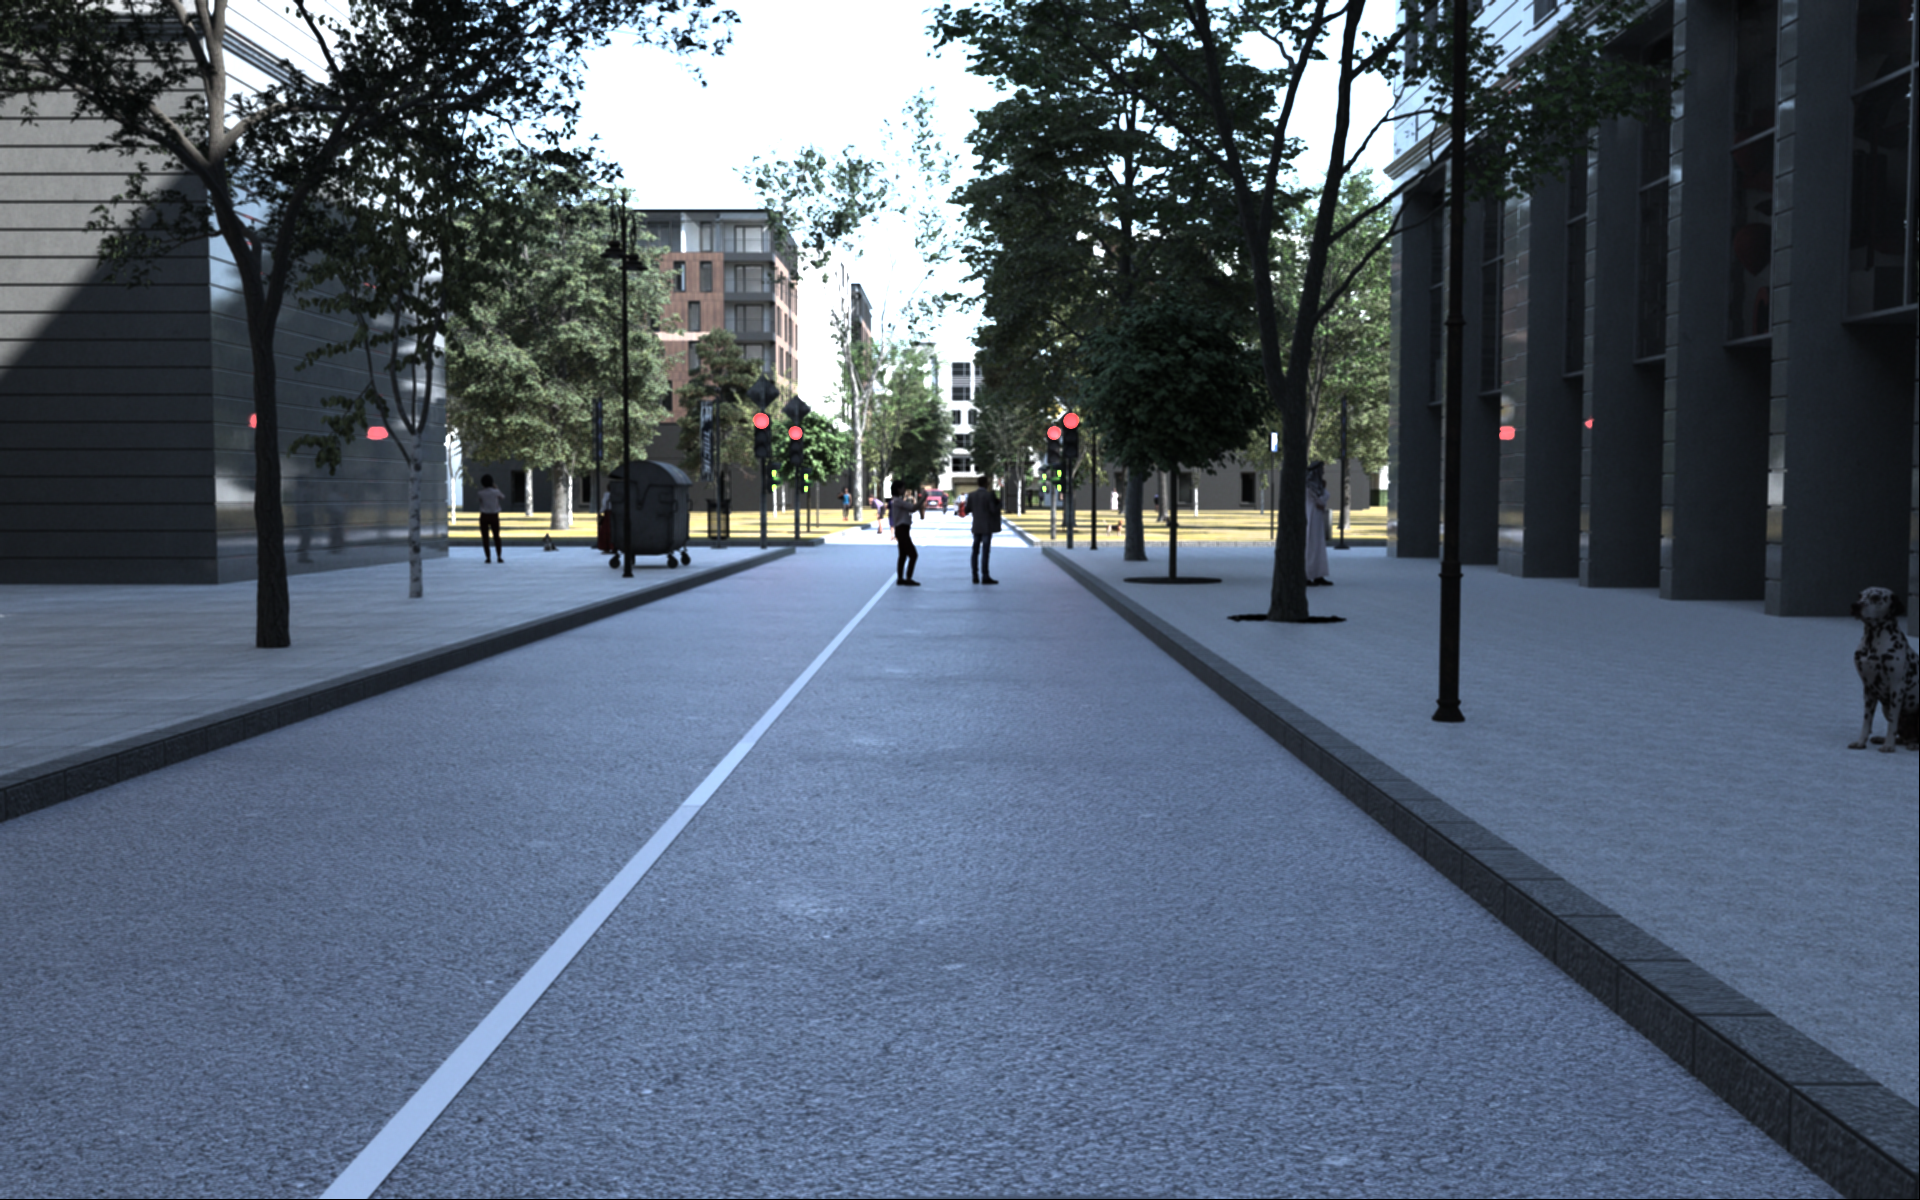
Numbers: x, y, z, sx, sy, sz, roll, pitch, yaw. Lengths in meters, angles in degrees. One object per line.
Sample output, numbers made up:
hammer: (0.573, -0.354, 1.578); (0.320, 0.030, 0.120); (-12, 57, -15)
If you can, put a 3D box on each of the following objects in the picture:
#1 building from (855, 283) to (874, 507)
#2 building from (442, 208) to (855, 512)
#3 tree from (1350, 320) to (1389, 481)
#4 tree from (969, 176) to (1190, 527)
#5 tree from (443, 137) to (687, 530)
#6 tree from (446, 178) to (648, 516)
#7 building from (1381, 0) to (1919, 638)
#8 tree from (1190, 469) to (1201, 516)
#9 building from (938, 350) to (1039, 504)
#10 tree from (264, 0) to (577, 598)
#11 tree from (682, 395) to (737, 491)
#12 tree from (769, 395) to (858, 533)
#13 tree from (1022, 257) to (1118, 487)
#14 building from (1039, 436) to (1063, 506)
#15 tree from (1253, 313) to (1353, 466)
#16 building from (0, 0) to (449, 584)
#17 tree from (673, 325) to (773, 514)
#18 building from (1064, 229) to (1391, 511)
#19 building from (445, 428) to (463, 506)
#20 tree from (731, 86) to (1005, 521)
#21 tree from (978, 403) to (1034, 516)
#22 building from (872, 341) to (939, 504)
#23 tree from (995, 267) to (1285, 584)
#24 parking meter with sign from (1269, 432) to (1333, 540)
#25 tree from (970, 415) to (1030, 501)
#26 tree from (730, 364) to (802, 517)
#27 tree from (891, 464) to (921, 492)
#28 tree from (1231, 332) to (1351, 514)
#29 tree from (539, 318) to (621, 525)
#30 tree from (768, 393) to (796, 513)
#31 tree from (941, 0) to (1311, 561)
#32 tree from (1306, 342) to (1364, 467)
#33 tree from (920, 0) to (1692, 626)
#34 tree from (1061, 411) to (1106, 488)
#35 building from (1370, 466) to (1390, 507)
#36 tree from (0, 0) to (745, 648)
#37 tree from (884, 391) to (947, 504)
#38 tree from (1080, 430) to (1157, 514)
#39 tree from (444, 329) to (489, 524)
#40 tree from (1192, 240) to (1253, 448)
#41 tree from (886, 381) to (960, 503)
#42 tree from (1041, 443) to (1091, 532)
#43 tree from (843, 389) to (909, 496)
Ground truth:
building: (-25.844, -20.645, 181.526); (32.646, 21.610, 27.936); (0, 4, 0)
building: (-23.795, -18.137, 140.513); (27.936, 21.610, 32.646); (0, 4, 0)
tree: (26.699, -11.194, 105.081); (6.751, 12.117, 7.091); (0, 3, 0)
tree: (4.381, -9.729, 66.495); (7.806, 13.903, 7.818); (0, 3, 0)
tree: (-14.324, -9.449, 61.153); (9.857, 13.997, 8.962); (0, 3, 0)
tree: (-24.197, -14.938, 100.118); (12.611, 20.169, 13.585); (0, 3, 0)
building: (14.126, -14.842, 20.162); (11.434, 29.767, 29.804); (0, 4, 0)
tree: (13.529, -9.199, 100.767); (4.360, 8.622, 3.978); (0, 3, 0)
building: (13.096, -21.677, 220.868); (31.486, 18.905, 16.747); (0, 4, 0)
tree: (-6.799, -4.351, 21.500); (4.737, 8.622, 4.395); (0, 3, 0)
tree: (-16.677, -10.214, 117.357); (4.360, 8.622, 3.978); (0, 3, 0)
tree: (-5.107, -4.501, 57.297); (4.285, 4.588, 4.351); (0, 3, 0)
tree: (3.625, -6.320, 53.692); (4.737, 8.622, 4.395); (0, 3, 0)
building: (13.265, -14.614, 181.081); (9.099, 9.664, 28.070); (0, 4, 0)
tree: (22.578, -12.741, 115.739); (7.806, 13.903, 7.818); (0, 3, 0)
building: (-25.221, -15.399, 29.263); (29.804, 29.767, 11.434); (0, 4, 0)
tree: (-15.037, -11.572, 111.251); (6.751, 12.117, 7.091); (0, 3, 0)
building: (22.744, -18.704, 149.791); (27.936, 21.610, 32.646); (0, 4, 0)
building: (-56.895, -15.222, 191.034); (28.070, 9.664, 9.099); (0, 4, 0)
tree: (-3.915, -13.749, 80.684); (12.611, 20.169, 13.585); (0, 3, 0)
tree: (3.310, -9.117, 99.423); (4.360, 8.622, 3.978); (0, 3, 0)
building: (-8.339, -22.262, 220.399); (11.380, 20.091, 16.016); (0, 4, 0)
tree: (3.040, -2.545, 25.322); (4.285, 4.588, 4.351); (0, 3, 0)
parking meter with sign: (9.549, -3.193, 48.470); (1.738, 3.016, 0.543); (2, 4, 27)
tree: (4.458, -16.002, 183.681); (6.751, 12.117, 7.091); (0, 3, 0)
tree: (-10.506, -8.904, 95.947); (4.737, 8.622, 4.395); (0, 3, 0)
tree: (-5.162, -11.341, 169.139); (4.285, 4.588, 4.351); (0, 3, 0)
tree: (14.289, -7.504, 73.053); (4.737, 8.622, 4.395); (0, 3, 0)
tree: (-16.256, -7.476, 72.596); (4.360, 8.622, 3.978); (0, 3, 0)
tree: (-12.183, -10.304, 118.836); (4.360, 8.622, 3.978); (0, 3, 0)
tree: (3.105, -7.015, 32.821); (7.486, 12.596, 7.792); (0, 3, 0)
tree: (17.216, -8.067, 82.250); (4.360, 8.622, 3.978); (0, 3, 0)
tree: (3.231, -5.582, 17.022); (9.928, 11.665, 9.643); (0, 3, 0)
tree: (7.040, -8.738, 93.236); (4.360, 8.622, 3.978); (0, 3, 0)
building: (35.888, -19.546, 186.036); (31.486, 18.905, 16.747); (0, 4, 0)
tree: (-5.702, -4.903, 14.581); (8.767, 10.594, 7.601); (0, 4, 8)
tree: (-4.822, -15.626, 177.544); (6.751, 12.117, 7.091); (0, 3, 0)
tree: (10.456, -11.492, 109.954); (6.751, 12.117, 7.091); (0, 3, 0)
tree: (-21.586, -7.584, 74.361); (4.360, 8.622, 3.978); (0, 3, 0)
tree: (9.289, -10.581, 80.421); (7.806, 13.903, 7.818); (0, 3, 0)
tree: (-4.437, -17.219, 188.184); (9.857, 13.997, 8.962); (0, 3, 0)
tree: (3.663, -3.934, 58.927); (1.663, 3.219, 1.824); (0, 3, 0)
tree: (-5.737, -10.405, 120.479); (4.737, 8.622, 4.395); (0, 3, 0)
